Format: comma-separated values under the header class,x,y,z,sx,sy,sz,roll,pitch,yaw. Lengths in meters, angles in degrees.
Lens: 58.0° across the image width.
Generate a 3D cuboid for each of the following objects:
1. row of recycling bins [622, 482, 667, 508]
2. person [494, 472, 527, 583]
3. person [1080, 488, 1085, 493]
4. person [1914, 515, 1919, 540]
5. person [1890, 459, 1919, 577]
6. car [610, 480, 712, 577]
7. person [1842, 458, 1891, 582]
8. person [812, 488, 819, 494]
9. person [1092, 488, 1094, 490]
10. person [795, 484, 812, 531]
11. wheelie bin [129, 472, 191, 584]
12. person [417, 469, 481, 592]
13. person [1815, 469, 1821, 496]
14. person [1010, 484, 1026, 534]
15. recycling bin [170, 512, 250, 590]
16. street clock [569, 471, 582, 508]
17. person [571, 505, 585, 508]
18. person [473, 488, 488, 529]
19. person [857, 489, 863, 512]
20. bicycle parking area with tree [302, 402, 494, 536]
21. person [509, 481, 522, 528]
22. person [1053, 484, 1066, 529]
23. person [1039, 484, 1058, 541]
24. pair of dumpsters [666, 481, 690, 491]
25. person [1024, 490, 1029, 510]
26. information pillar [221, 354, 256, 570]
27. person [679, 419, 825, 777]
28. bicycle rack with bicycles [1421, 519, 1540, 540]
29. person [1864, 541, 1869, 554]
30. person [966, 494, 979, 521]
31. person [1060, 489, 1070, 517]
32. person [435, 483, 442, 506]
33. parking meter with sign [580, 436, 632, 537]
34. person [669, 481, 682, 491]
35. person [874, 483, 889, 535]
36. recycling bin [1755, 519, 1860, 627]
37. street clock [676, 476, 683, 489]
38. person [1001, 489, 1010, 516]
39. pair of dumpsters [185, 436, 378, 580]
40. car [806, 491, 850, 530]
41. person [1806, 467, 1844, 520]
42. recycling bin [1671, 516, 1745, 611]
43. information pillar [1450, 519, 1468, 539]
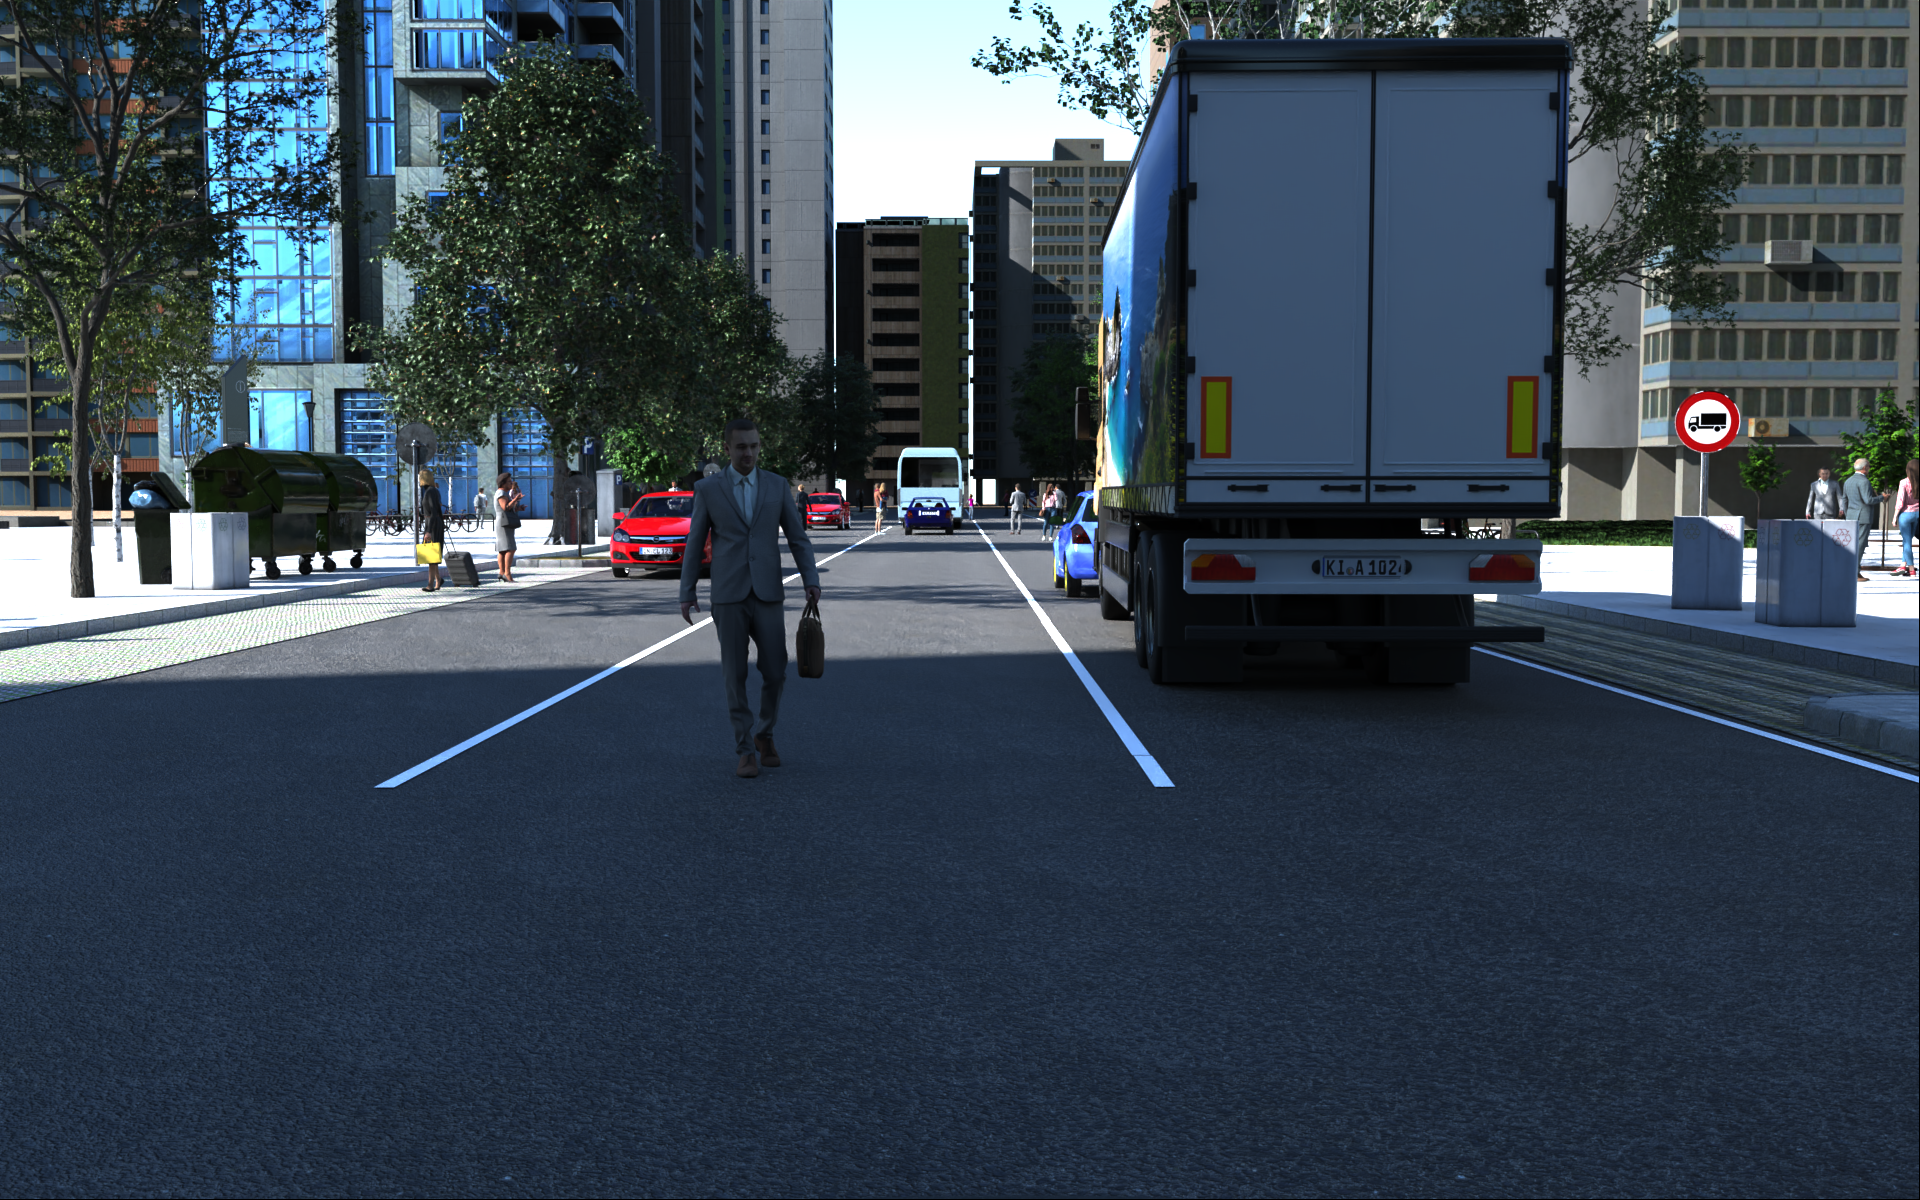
class,x,y,z,sx,sy,sz,roll,pitch,yaw
row of recycling bins,-11.393,-3.293,60.956,1.069,1.692,3.534,1,4,18
person,-7.232,-1.165,27.907,0.532,1.782,0.716,-1,4,-14
person,9.808,-8.053,138.376,0.551,1.740,0.621,-3,5,-42
person,8.104,-0.464,13.984,0.716,1.782,0.532,0,4,8
person,14.759,-1.274,26.882,0.555,1.821,0.388,-1,4,-19
car,-5.064,-1.350,31.107,2.155,1.783,4.494,0,4,0
person,13.260,-1.173,25.389,0.590,1.801,0.661,0,4,-2
person,-12.676,-8.945,152.437,1.348,1.807,0.705,0,4,-5
person,10.986,-8.227,141.267,0.721,1.735,1.217,-1,4,-19
person,-5.544,-3.201,61.253,0.534,1.772,0.576,3,5,40
wheelie bin,-11.446,-1.032,24.785,0.693,1.594,0.980,-1,4,-10
person,-7.638,-1.041,25.736,0.699,1.804,1.509,1,4,20
person,21.123,-2.254,42.263,0.474,1.900,0.648,-2,4,-34
person,2.019,-3.234,61.572,0.606,1.804,0.583,-1,4,-22
recycling bin,-10.160,-0.668,23.479,0.722,1.027,0.722,1,4,16
street clock,-11.848,-2.982,53.334,0.471,2.002,0.358,2,4,25
person,-13.647,-3.157,61.930,0.475,1.303,0.640,-1,4,-15
person,-17.493,-3.330,63.089,0.503,1.515,0.523,-3,5,-40
person,-7.728,-7.700,134.528,0.705,1.807,1.348,-1,4,-18
bicycle parking area with tree,-19.856,-4.259,56.634,9.016,4.147,8.231,2,4,25
person,-16.700,-3.550,64.682,0.643,1.750,0.593,1,4,17
person,4.005,-3.791,70.334,0.661,1.843,0.795,-1,4,-17
person,2.746,-2.723,53.616,0.593,1.750,0.643,0,4,4
pair of dumpsters,-11.633,-3.989,67.720,1.574,2.255,4.437,0,4,0
person,5.444,-8.353,145.793,0.721,1.735,1.217,-3,5,-44
information pillar,-12.039,-2.293,28.841,0.183,3.616,0.504,2,4,23
person,-1.062,-0.014,8.848,0.709,1.813,0.853,-1,4,-18
bicycle rack with bicycles,9.398,-1.141,32.042,2.852,0.926,2.925,-1,4,-21
person,19.273,-1.878,37.176,0.534,1.772,0.576,-2,4,-24
person,0.667,-5.027,93.922,0.991,1.433,0.599,3,5,41
person,6.127,-5.931,106.196,1.217,1.736,0.721,1,4,10
person,-23.627,-4.407,78.276,0.721,1.800,0.419,3,5,43
parking meter with sign,-10.516,-3.408,51.980,1.738,3.016,0.543,2,4,26
person,-9.978,-3.332,60.800,0.678,1.792,0.850,1,4,9
person,-2.793,-3.221,61.134,0.580,1.828,0.573,1,4,22
recycling bin,8.306,-0.272,17.005,0.722,1.027,0.722,0,4,5
street clock,-10.407,-3.627,63.867,0.358,2.002,0.471,-2,4,-35
person,2.941,-6.300,112.226,0.721,1.743,1.217,2,4,24
pair of dumpsters,-10.794,-1.545,27.758,1.574,2.255,4.437,0,4,0
car,-5.465,-3.727,69.982,2.155,1.783,4.494,0,4,2
person,16.720,-1.668,33.433,0.709,1.813,0.853,2,4,27
recycling bin,8.403,-0.424,19.482,0.722,1.027,0.722,1,4,22
information pillar,10.676,-1.992,37.057,0.304,2.012,0.304,3,5,43
